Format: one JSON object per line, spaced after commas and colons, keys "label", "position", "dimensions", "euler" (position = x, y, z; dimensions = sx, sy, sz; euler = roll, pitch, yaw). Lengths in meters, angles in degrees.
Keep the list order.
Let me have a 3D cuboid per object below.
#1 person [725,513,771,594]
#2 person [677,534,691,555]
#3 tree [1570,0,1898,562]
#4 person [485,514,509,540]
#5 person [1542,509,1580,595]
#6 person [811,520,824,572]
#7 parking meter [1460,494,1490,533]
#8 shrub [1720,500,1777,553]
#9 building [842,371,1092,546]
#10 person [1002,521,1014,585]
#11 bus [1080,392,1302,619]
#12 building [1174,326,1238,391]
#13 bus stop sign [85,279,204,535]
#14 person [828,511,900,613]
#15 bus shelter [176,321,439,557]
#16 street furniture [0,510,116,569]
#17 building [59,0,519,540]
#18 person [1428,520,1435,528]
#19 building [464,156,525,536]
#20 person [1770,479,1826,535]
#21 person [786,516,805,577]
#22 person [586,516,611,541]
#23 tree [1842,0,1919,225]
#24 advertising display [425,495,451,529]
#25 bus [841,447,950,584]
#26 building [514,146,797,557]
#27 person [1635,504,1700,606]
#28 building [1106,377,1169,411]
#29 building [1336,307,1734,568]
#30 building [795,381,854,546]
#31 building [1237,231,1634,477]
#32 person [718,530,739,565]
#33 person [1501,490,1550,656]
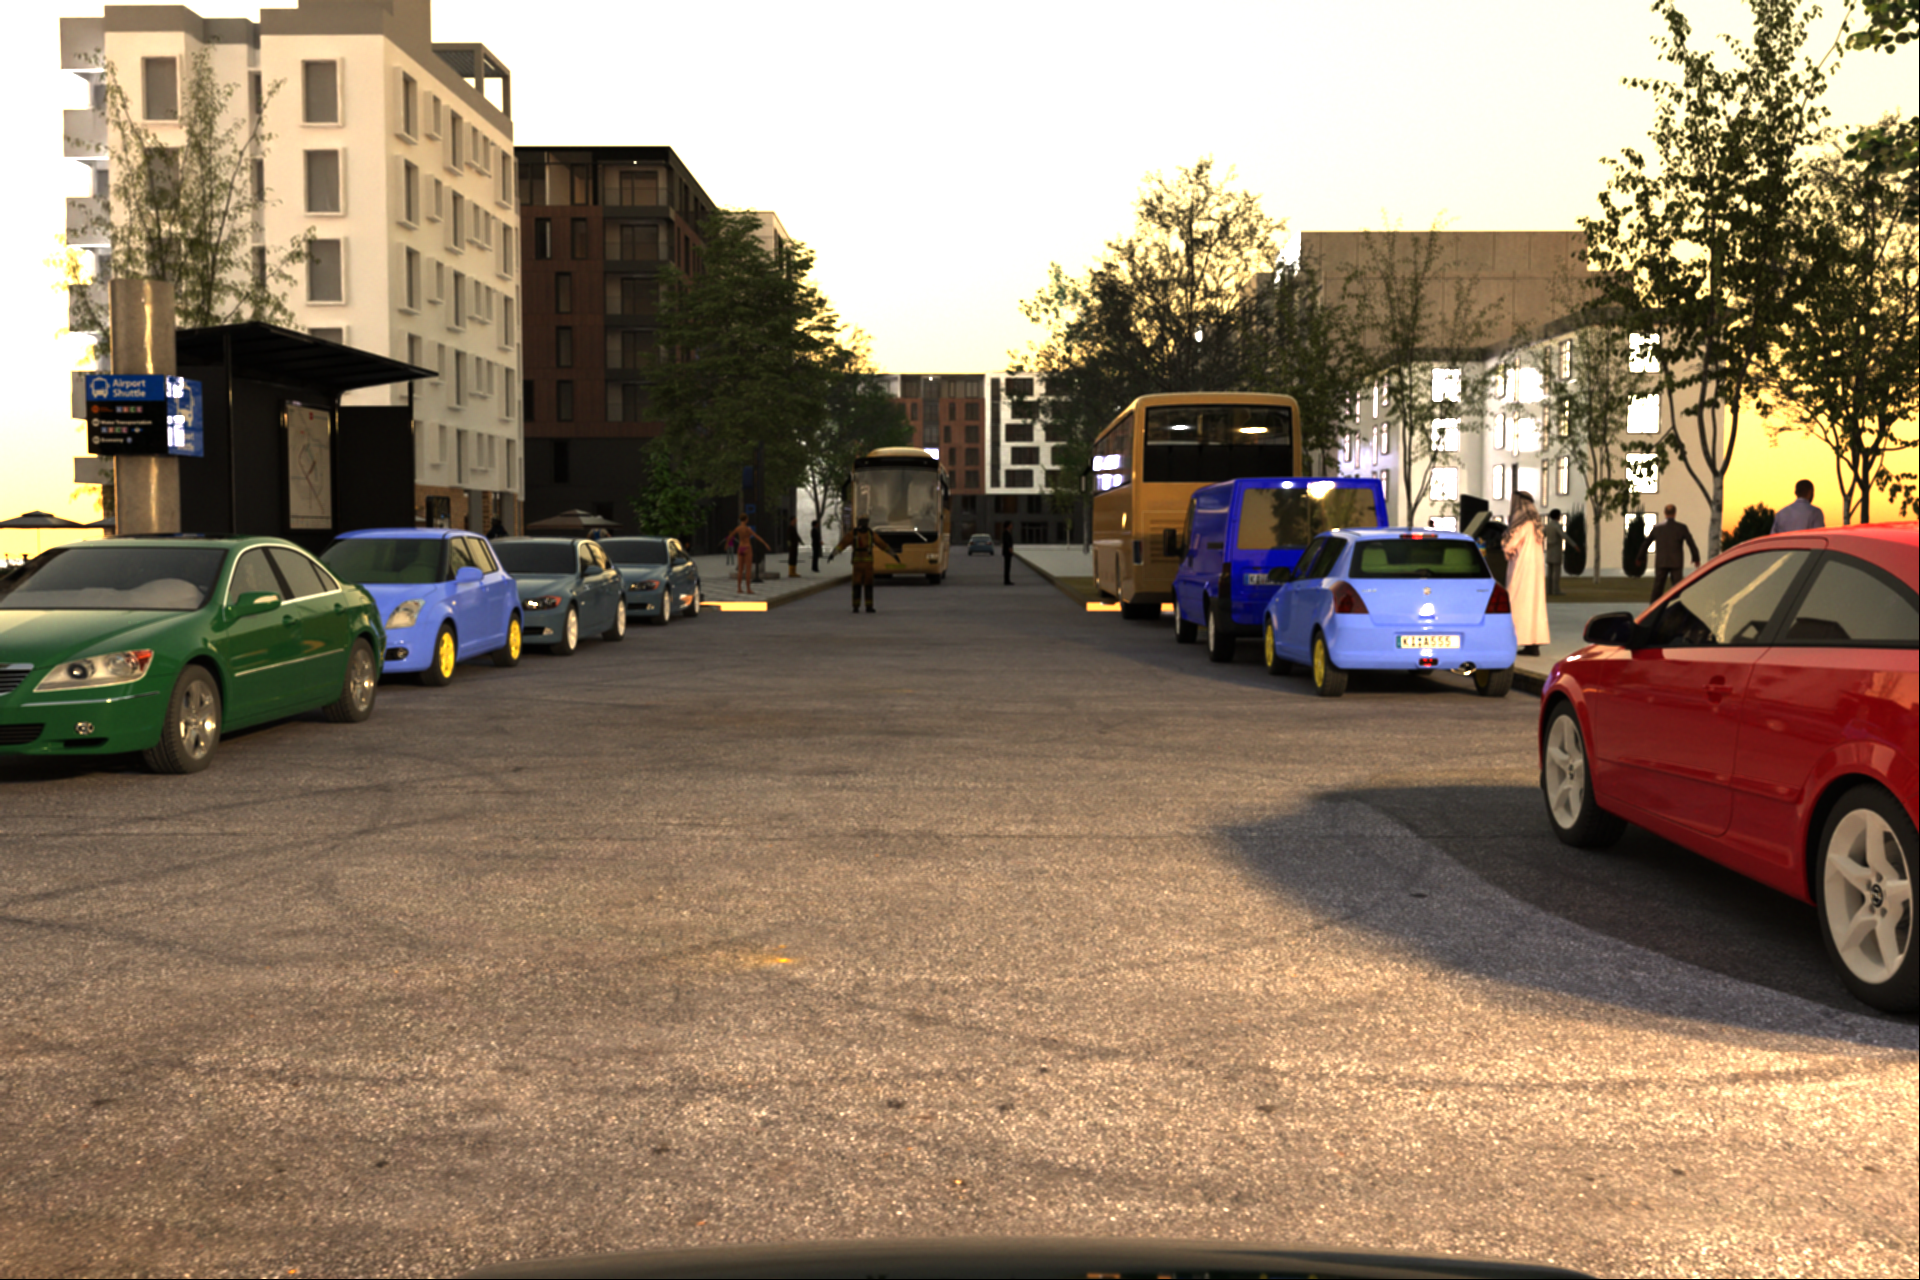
{"label": "person", "position": [-4.612, -1.876, 37.470], "dimensions": [1.217, 1.733, 0.721], "euler": [2, 4, 30]}
{"label": "person", "position": [-7.562, -2.520, 47.421], "dimensions": [0.704, 1.802, 1.346], "euler": [-2, 4, -24]}
{"label": "tree", "position": [9.716, -4.390, 22.135], "dimensions": [4.737, 8.622, 4.395], "euler": [0, 3, 0]}
{"label": "person", "position": [-13.350, -2.692, 49.792], "dimensions": [1.354, 1.856, 0.705], "euler": [3, 4, 36]}
{"label": "person", "position": [12.556, -1.854, 36.494], "dimensions": [0.705, 1.806, 1.347], "euler": [-1, 4, -16]}
{"label": "person", "position": [-4.801, -3.163, 58.442], "dimensions": [0.721, 1.740, 1.216], "euler": [-1, 4, -18]}
{"label": "parking meter", "position": [7.600, -1.216, 25.585], "dimensions": [0.399, 1.863, 0.255], "euler": [0, 4, 1]}
{"label": "shrub", "position": [18.775, -2.249, 40.811], "dimensions": [1.661, 2.075, 1.752], "euler": [0, 3, 0]}
{"label": "building", "position": [0.848, -23.410, 229.182], "dimensions": [32.646, 21.610, 27.936], "euler": [0, 4, -1]}
{"label": "person", "position": [1.379, -2.466, 48.960], "dimensions": [0.705, 1.806, 1.347], "euler": [0, 4, 2]}
{"label": "bus", "position": [3.964, -2.471, 31.955], "dimensions": [2.896, 3.916, 12.252], "euler": [0, 4, 1]}
{"label": "building", "position": [28.724, -17.589, 154.043], "dimensions": [16.747, 18.905, 31.486], "euler": [0, 4, 1]}
{"label": "bus stop sign", "position": [-8.560, -1.788, 18.243], "dimensions": [0.837, 3.901, 0.837], "euler": [0, 4, 1]}
{"label": "person", "position": [-1.768, -1.430, 31.613], "dimensions": [1.354, 1.858, 0.705], "euler": [-1, 4, -16]}
{"label": "bus shelter", "position": [-8.509, -1.894, 22.247], "dimensions": [1.731, 3.624, 6.357], "euler": [0, 4, 1]}
{"label": "street furniture", "position": [-31.716, -2.515, 46.144], "dimensions": [27.439, 1.986, 14.083], "euler": [1, 4, 14]}
{"label": "building", "position": [-23.170, -12.298, 57.485], "dimensions": [16.016, 20.090, 11.380], "euler": [0, 4, 1]}
{"label": "person", "position": [16.683, -3.372, 61.400], "dimensions": [0.705, 1.796, 1.348], "euler": [3, 4, 36]}
{"label": "building", "position": [-26.988, -13.296, 73.810], "dimensions": [16.016, 20.090, 11.380], "euler": [0, 4, 1]}
{"label": "person", "position": [8.705, -0.726, 17.781], "dimensions": [0.599, 1.838, 0.709], "euler": [-2, 4, -32]}
{"label": "person", "position": [-4.934, -2.776, 51.518], "dimensions": [0.704, 1.812, 1.346], "euler": [1, 4, 13]}
{"label": "person", "position": [-10.988, -2.879, 52.920], "dimensions": [1.347, 1.847, 0.705], "euler": [2, 4, 30]}
{"label": "tree", "position": [10.032, -6.376, 10.899], "dimensions": [9.857, 13.997, 8.962], "euler": [0, 3, 0]}
{"label": "advertising display", "position": [-8.832, -1.477, 29.358], "dimensions": [0.123, 1.923, 0.974], "euler": [0, 4, 1]}
{"label": "bus", "position": [-1.678, -3.747, 52.805], "dimensions": [2.896, 3.916, 12.252], "euler": [0, 4, 1]}
{"label": "building", "position": [-25.710, -16.139, 107.841], "dimensions": [27.936, 21.610, 32.646], "euler": [0, 4, 0]}
{"label": "person", "position": [11.416, -1.304, 27.916], "dimensions": [0.990, 1.755, 0.434], "euler": [2, 4, 35]}
{"label": "building", "position": [25.925, -20.600, 203.268], "dimensions": [16.747, 18.905, 31.486], "euler": [0, 4, 1]}
{"label": "building", "position": [24.278, -8.327, 78.295], "dimensions": [9.099, 9.664, 28.070], "euler": [0, 4, 1]}
{"label": "building", "position": [-21.908, -22.316, 195.799], "dimensions": [19.493, 23.208, 18.063], "euler": [0, 4, 0]}
{"label": "building", "position": [28.279, -14.884, 109.804], "dimensions": [16.747, 18.905, 31.486], "euler": [0, 4, 1]}
{"label": "person", "position": [-9.543, -3.832, 71.927], "dimensions": [0.991, 1.433, 0.599], "euler": [0, 4, -8]}
{"label": "person", "position": [5.917, -0.707, 18.276], "dimensions": [0.621, 1.740, 0.551], "euler": [1, 4, 22]}
